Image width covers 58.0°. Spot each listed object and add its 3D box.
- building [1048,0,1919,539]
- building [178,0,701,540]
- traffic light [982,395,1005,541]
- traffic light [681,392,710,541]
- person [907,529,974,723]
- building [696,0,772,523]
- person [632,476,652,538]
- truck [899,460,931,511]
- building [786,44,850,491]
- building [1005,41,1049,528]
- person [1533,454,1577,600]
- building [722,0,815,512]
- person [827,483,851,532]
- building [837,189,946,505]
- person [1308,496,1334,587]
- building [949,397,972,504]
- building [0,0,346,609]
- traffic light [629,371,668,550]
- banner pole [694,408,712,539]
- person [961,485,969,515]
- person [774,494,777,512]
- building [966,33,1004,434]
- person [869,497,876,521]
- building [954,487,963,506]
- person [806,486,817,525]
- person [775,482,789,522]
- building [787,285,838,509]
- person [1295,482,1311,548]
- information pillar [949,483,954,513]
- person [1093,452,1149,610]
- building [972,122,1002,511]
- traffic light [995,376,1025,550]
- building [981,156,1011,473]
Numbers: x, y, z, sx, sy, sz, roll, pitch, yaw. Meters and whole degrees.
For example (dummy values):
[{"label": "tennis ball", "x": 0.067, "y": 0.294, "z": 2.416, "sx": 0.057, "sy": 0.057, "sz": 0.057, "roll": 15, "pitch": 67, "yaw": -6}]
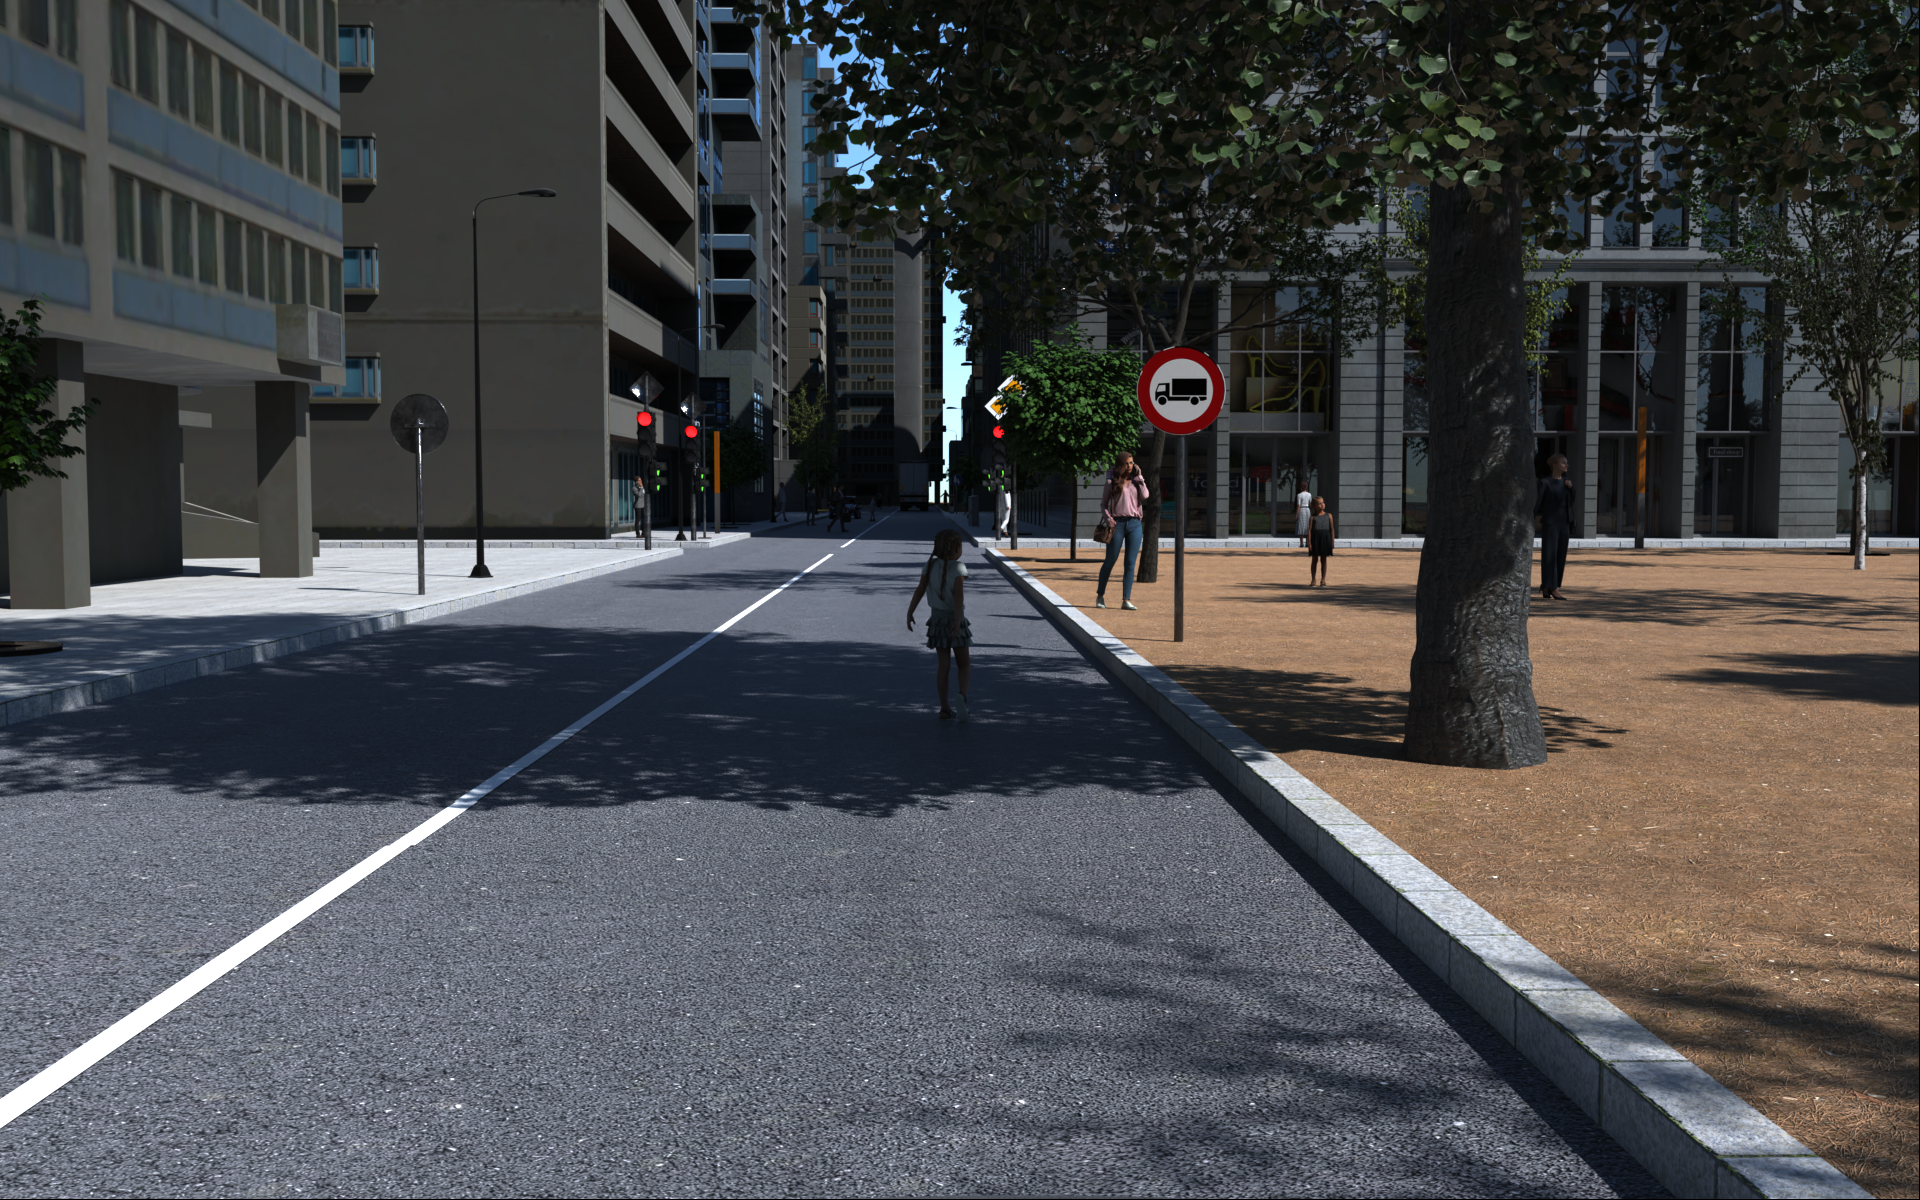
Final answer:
[{"label": "building", "x": 17.914, "y": -16.924, "z": 54.200, "sx": 29.804, "sy": 29.767, "sz": 11.434, "roll": 0, "pitch": 4, "yaw": -1}, {"label": "building", "x": -20.835, "y": -26.526, "z": 57.407, "sx": 21.300, "sy": 48.544, "sz": 21.600, "roll": 0, "pitch": 4, "yaw": -1}, {"label": "traffic light", "x": 1.043, "y": -3.600, "z": 47.785, "sx": 0.839, "sy": 4.253, "sz": 0.868, "roll": 0, "pitch": 4, "yaw": -1}, {"label": "traffic light", "x": -7.316, "y": -3.588, "z": 47.582, "sx": 0.839, "sy": 4.253, "sz": 0.868, "roll": 0, "pitch": 4, "yaw": -1}, {"label": "person", "x": -0.136, "y": 0.157, "z": 10.948, "sx": 0.505, "sy": 1.210, "sz": 0.382, "roll": 2, "pitch": 4, "yaw": 25}, {"label": "building", "x": -20.817, "y": -47.573, "z": 90.493, "sx": 22.319, "sy": 86.520, "sz": 31.000, "roll": 0, "pitch": 4, "yaw": -1}, {"label": "person", "x": -9.290, "y": -2.707, "z": 50.484, "sx": 0.473, "sy": 1.802, "sz": 0.592, "roll": 3, "pitch": 4, "yaw": 36}, {"label": "truck", "x": -3.918, "y": -9.816, "z": 149.408, "sx": 2.839, "sy": 4.237, "sz": 11.283, "roll": 0, "pitch": 4, "yaw": -1}, {"label": "building", "x": -27.284, "y": -34.573, "z": 184.875, "sx": 30.456, "sy": 49.044, "sz": 23.786, "roll": 0, "pitch": 4, "yaw": -1}, {"label": "building", "x": 10.249, "y": -14.963, "z": 77.926, "sx": 16.112, "sy": 22.955, "sz": 30.059, "roll": 0, "pitch": 4, "yaw": -1}, {"label": "person", "x": 7.211, "y": -0.897, "z": 21.132, "sx": 0.576, "sy": 1.772, "sz": 0.534, "roll": -3, "pitch": 5, "yaw": -39}, {"label": "building", "x": -21.569, "y": -42.393, "z": 131.384, "sx": 20.563, "sy": 71.187, "sz": 20.611, "roll": 0, "pitch": 4, "yaw": -1}, {"label": "person", "x": -4.553, "y": -3.462, "z": 65.071, "sx": 0.822, "sy": 1.834, "sz": 0.622, "roll": 1, "pitch": 4, "yaw": 19}, {"label": "building", "x": -13.822, "y": -32.488, "z": 223.058, "sx": 23.993, "sy": 40.220, "sz": 32.217, "roll": 0, "pitch": 4, "yaw": -1}, {"label": "person", "x": 5.006, "y": -0.813, "z": 24.013, "sx": 0.362, "sy": 1.253, "sz": 0.373, "roll": 1, "pitch": 4, "yaw": 9}, {"label": "building", "x": 14.120, "y": -55.287, "z": 216.608, "sx": 31.000, "sy": 86.520, "sz": 22.319, "roll": 0, "pitch": 4, "yaw": -1}, {"label": "building", "x": -21.200, "y": -20.063, "z": 19.913, "sx": 23.993, "sy": 40.220, "sz": 32.217, "roll": 0, "pitch": 4, "yaw": -1}, {"label": "traffic light", "x": -7.137, "y": -3.100, "z": 39.598, "sx": 0.839, "sy": 4.253, "sz": 0.868, "roll": 0, "pitch": 4, "yaw": -1}, {"label": "banner pole", "x": -7.463, "y": -3.648, "z": 49.659, "sx": 0.401, "sy": 3.779, "sz": 0.863, "roll": 2, "pitch": 4, "yaw": 24}, {"label": "person", "x": 0.388, "y": -5.960, "z": 103.736, "sx": 0.529, "sy": 1.795, "sz": 0.600, "roll": -1, "pitch": 4, "yaw": -14}, {"label": "person", "x": -13.194, "y": -6.860, "z": 122.870, "sx": 0.362, "sy": 1.253, "sz": 0.373, "roll": -3, "pitch": 5, "yaw": -42}, {"label": "building", "x": 11.816, "y": -32.940, "z": 158.171, "sx": 23.786, "sy": 49.044, "sz": 30.456, "roll": 0, "pitch": 4, "yaw": -1}, {"label": "person", "x": -4.614, "y": -4.787, "z": 91.047, "sx": 0.394, "sy": 1.301, "sz": 0.425, "roll": 1, "pitch": 4, "yaw": 10}, {"label": "building", "x": 15.418, "y": -30.226, "z": 186.070, "sx": 32.217, "sy": 40.220, "sz": 23.993, "roll": 0, "pitch": 4, "yaw": -1}, {"label": "person", "x": -6.808, "y": -4.334, "z": 79.539, "sx": 0.511, "sy": 1.800, "sz": 0.466, "roll": 0, "pitch": 4, "yaw": 8}, {"label": "person", "x": -8.324, "y": -4.564, "z": 80.542, "sx": 0.818, "sy": 1.842, "sz": 0.514, "roll": -2, "pitch": 4, "yaw": -27}, {"label": "building", "x": -25.706, "y": -19.137, "z": 157.924, "sx": 27.650, "sy": 21.520, "sz": 28.899, "roll": 0, "pitch": 4, "yaw": -1}, {"label": "person", "x": 8.881, "y": -2.193, "z": 44.933, "sx": 0.480, "sy": 1.755, "sz": 0.524, "roll": -2, "pitch": 4, "yaw": -25}, {"label": "information pillar", "x": -0.543, "y": -6.765, "z": 115.101, "sx": 0.304, "sy": 2.012, "sz": 0.304, "roll": 0, "pitch": 4, "yaw": 2}, {"label": "person", "x": 1.762, "y": -0.777, "z": 19.331, "sx": 0.593, "sy": 1.750, "sz": 0.643, "roll": -1, "pitch": 4, "yaw": -11}, {"label": "building", "x": 7.879, "y": -22.306, "z": 136.404, "sx": 14.160, "sy": 30.474, "sz": 14.107, "roll": 0, "pitch": 4, "yaw": -1}, {"label": "traffic light", "x": 1.222, "y": -3.112, "z": 39.802, "sx": 0.839, "sy": 4.253, "sz": 0.868, "roll": 0, "pitch": 4, "yaw": -1}, {"label": "building", "x": 8.890, "y": -17.663, "z": 107.852, "sx": 14.314, "sy": 24.678, "sz": 30.058, "roll": 0, "pitch": 4, "yaw": -1}]
